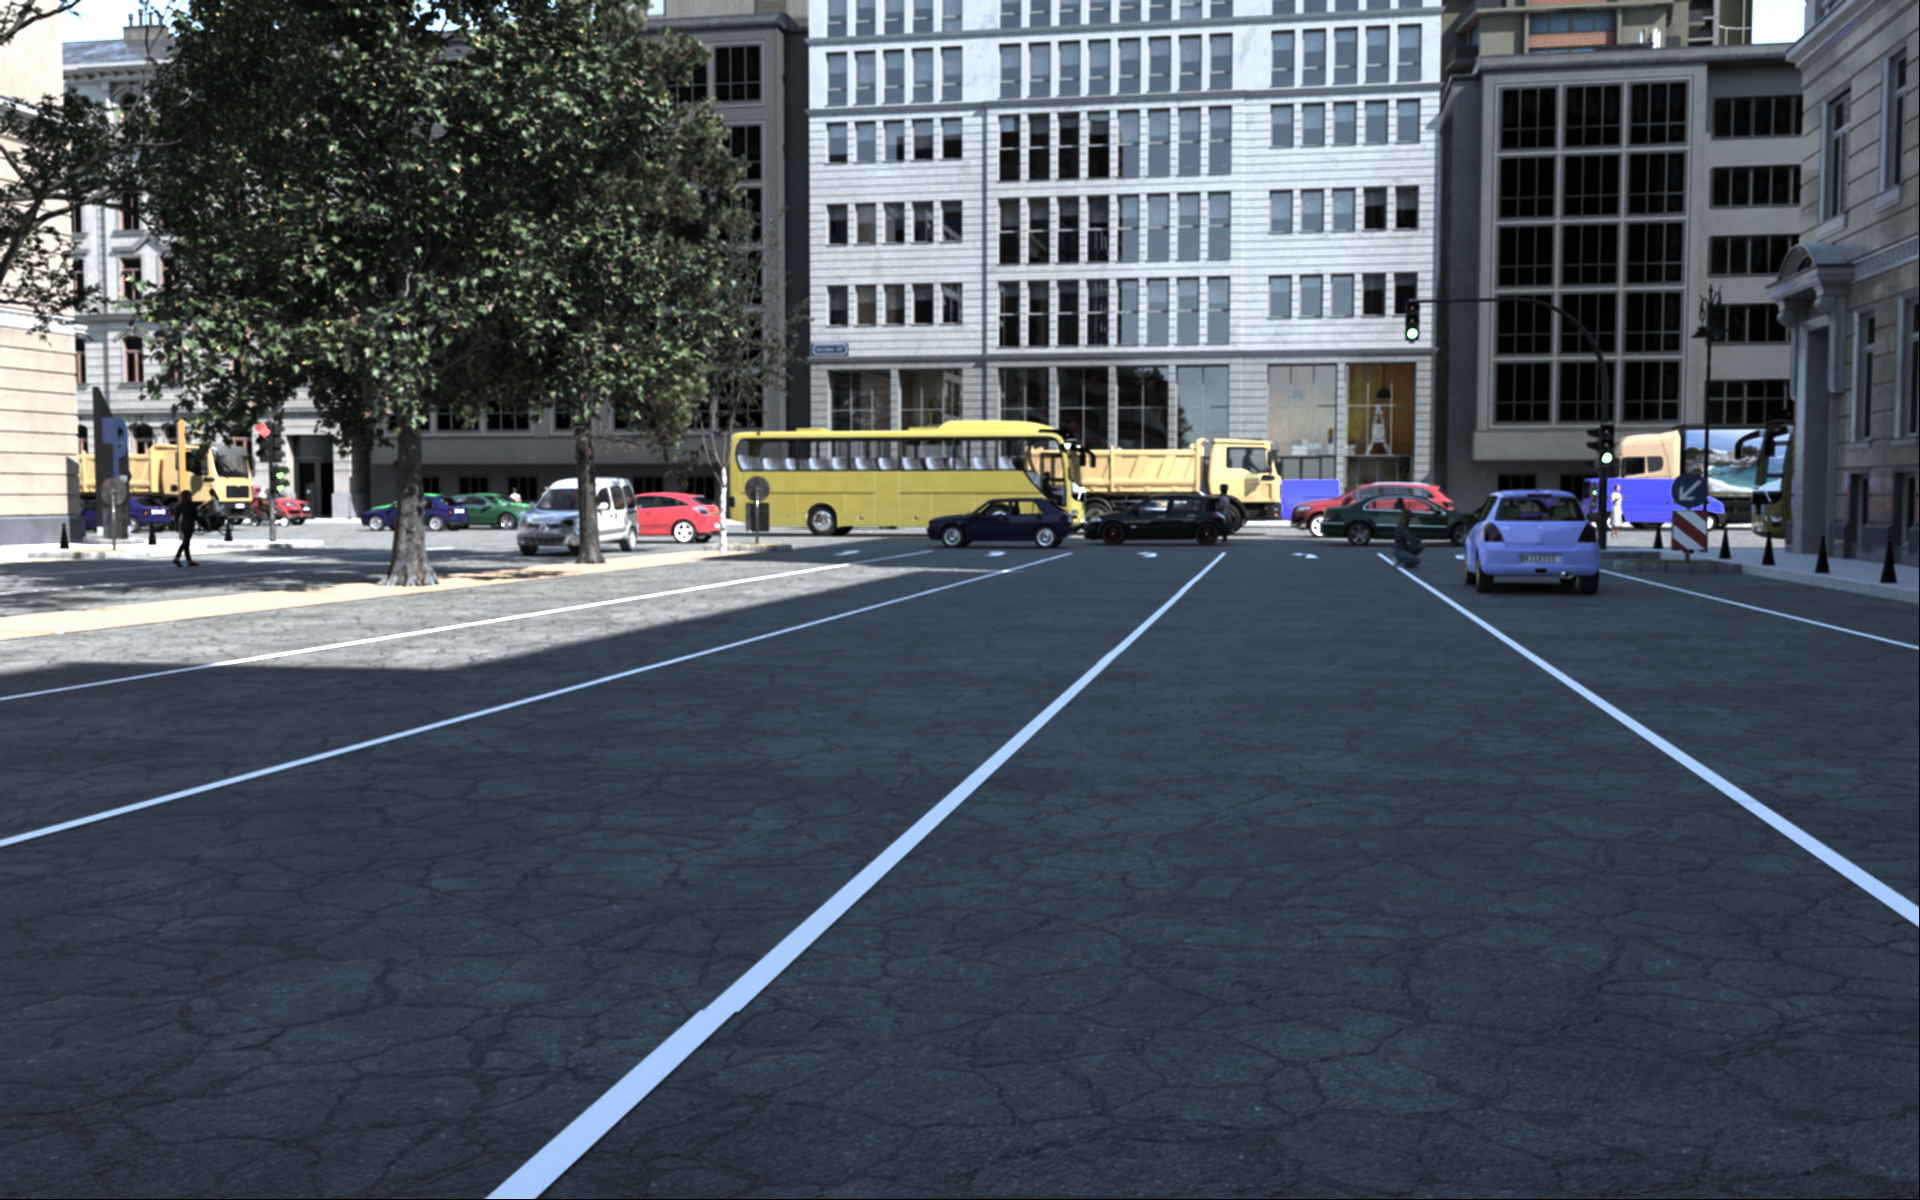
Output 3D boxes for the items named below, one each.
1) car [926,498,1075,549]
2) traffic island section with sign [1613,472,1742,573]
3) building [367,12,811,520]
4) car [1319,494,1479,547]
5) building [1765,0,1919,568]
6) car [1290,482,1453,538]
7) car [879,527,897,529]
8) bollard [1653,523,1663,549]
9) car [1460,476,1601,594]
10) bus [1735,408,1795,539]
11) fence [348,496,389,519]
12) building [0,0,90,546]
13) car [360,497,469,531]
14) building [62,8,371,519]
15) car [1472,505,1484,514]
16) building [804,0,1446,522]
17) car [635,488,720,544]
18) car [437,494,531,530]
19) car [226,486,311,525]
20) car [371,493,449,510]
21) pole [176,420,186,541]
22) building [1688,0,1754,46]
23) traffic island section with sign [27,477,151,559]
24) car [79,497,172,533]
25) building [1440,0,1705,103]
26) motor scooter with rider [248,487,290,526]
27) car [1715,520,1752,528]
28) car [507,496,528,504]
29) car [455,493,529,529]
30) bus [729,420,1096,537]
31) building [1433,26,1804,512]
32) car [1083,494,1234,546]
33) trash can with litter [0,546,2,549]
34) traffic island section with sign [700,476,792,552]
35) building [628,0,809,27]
[{"bbox_3d":[1.105,-2.079,46.566,3.894,1.354,1.945,1,4,10],"label":"car"},{"bbox_3d":[13.416,-1.463,32.545,1.989,1.847,2.006,1,4,11],"label":"traffic island section with sign"},{"bbox_3d":[-18.094,-18.307,92.832,24.014,27.812,14.314,1,4,11],"label":"building"},{"bbox_3d":[12.543,-2.236,48.351,4.920,1.459,2.131,1,4,12],"label":"car"},{"bbox_3d":[22.524,-14.728,26.712,13.634,28.700,20.117,1,4,11],"label":"building"},{"bbox_3d":[13.575,-2.958,57.035,5.304,1.827,2.281,1,4,12],"label":"car"},{"bbox_3d":[-4.289,-3.835,71.498,4.718,1.807,1.959,1,4,10],"label":"car"},{"bbox_3d":[16.425,-1.510,40.726,0.229,0.601,0.229,0,3,0],"label":"bollard"},{"bbox_3d":[8.623,-1.021,26.289,1.945,1.707,3.694,1,4,12],"label":"car"},{"bbox_3d":[25.675,-3.089,42.046,12.252,3.916,2.896,1,4,10],"label":"bus"},{"bbox_3d":[-30.003,-4.694,87.955,2.264,1.192,0.480,0,4,4],"label":"fence"},{"bbox_3d":[-33.690,-15.565,40.389,20.117,28.700,13.634,1,4,11],"label":"building"},{"bbox_3d":[-21.286,-3.364,67.588,3.894,1.354,1.945,1,4,10],"label":"car"},{"bbox_3d":[-41.428,-18.962,97.410,23.554,28.519,14.401,1,4,11],"label":"building"},{"bbox_3d":[15.871,-2.332,50.708,3.894,1.354,1.945,1,4,10],"label":"car"},{"bbox_3d":[8.182,-18.892,86.377,29.804,29.767,11.434,1,4,11],"label":"building"},{"bbox_3d":[-9.281,-2.579,51.200,4.494,1.783,2.155,1,4,9],"label":"car"},{"bbox_3d":[-19.372,-3.587,70.446,4.920,1.459,2.131,1,4,12],"label":"car"},{"bbox_3d":[-32.840,-4.399,80.593,5.304,1.827,2.281,1,4,9],"label":"car"},{"bbox_3d":[-24.791,-4.313,79.321,4.718,1.807,1.959,1,4,12],"label":"car"},{"bbox_3d":[-21.285,-3.274,47.378,0.158,3.312,0.155,0,3,0],"label":"pole"},{"bbox_3d":[95.809,-48.781,235.824,20.611,71.187,20.563,1,4,11],"label":"building"},{"bbox_3d":[-19.422,-1.854,38.947,1.989,1.847,2.006,1,4,11],"label":"traffic island section with sign"},{"bbox_3d":[-31.600,-3.186,64.674,3.894,1.354,1.945,1,4,11],"label":"car"},{"bbox_3d":[50.036,-30.215,148.635,22.147,44.769,28.867,1,4,11],"label":"building"},{"bbox_3d":[-30.656,-4.147,76.771,1.986,1.779,0.876,1,4,9],"label":"motor scooter with rider"},{"bbox_3d":[32.913,-3.864,72.774,3.694,1.707,1.945,1,4,9],"label":"car"},{"bbox_3d":[-22.588,-4.311,83.058,3.894,1.354,1.945,1,4,12],"label":"car"},{"bbox_3d":[-20.448,-3.925,72.978,4.718,1.807,1.959,1,4,11],"label":"car"},{"bbox_3d":[-1.654,-4.120,58.911,12.252,3.916,2.896,1,4,11],"label":"bus"},{"bbox_3d":[37.968,-16.038,81.294,30.058,24.678,14.314,1,4,11],"label":"building"},{"bbox_3d":[5.606,-2.397,48.982,4.222,1.686,2.009,1,4,9],"label":"car"},{"bbox_3d":[-21.814,-1.673,38.733,1.055,1.170,0.624,2,4,32],"label":"trash can with litter"},{"bbox_3d":[-5.342,-2.196,44.046,2.006,1.907,1.989,1,4,11],"label":"traffic island section with sign"},{"bbox_3d":[-14.450,-34.838,158.847,28.713,52.752,27.495,1,4,11],"label":"building"}]
